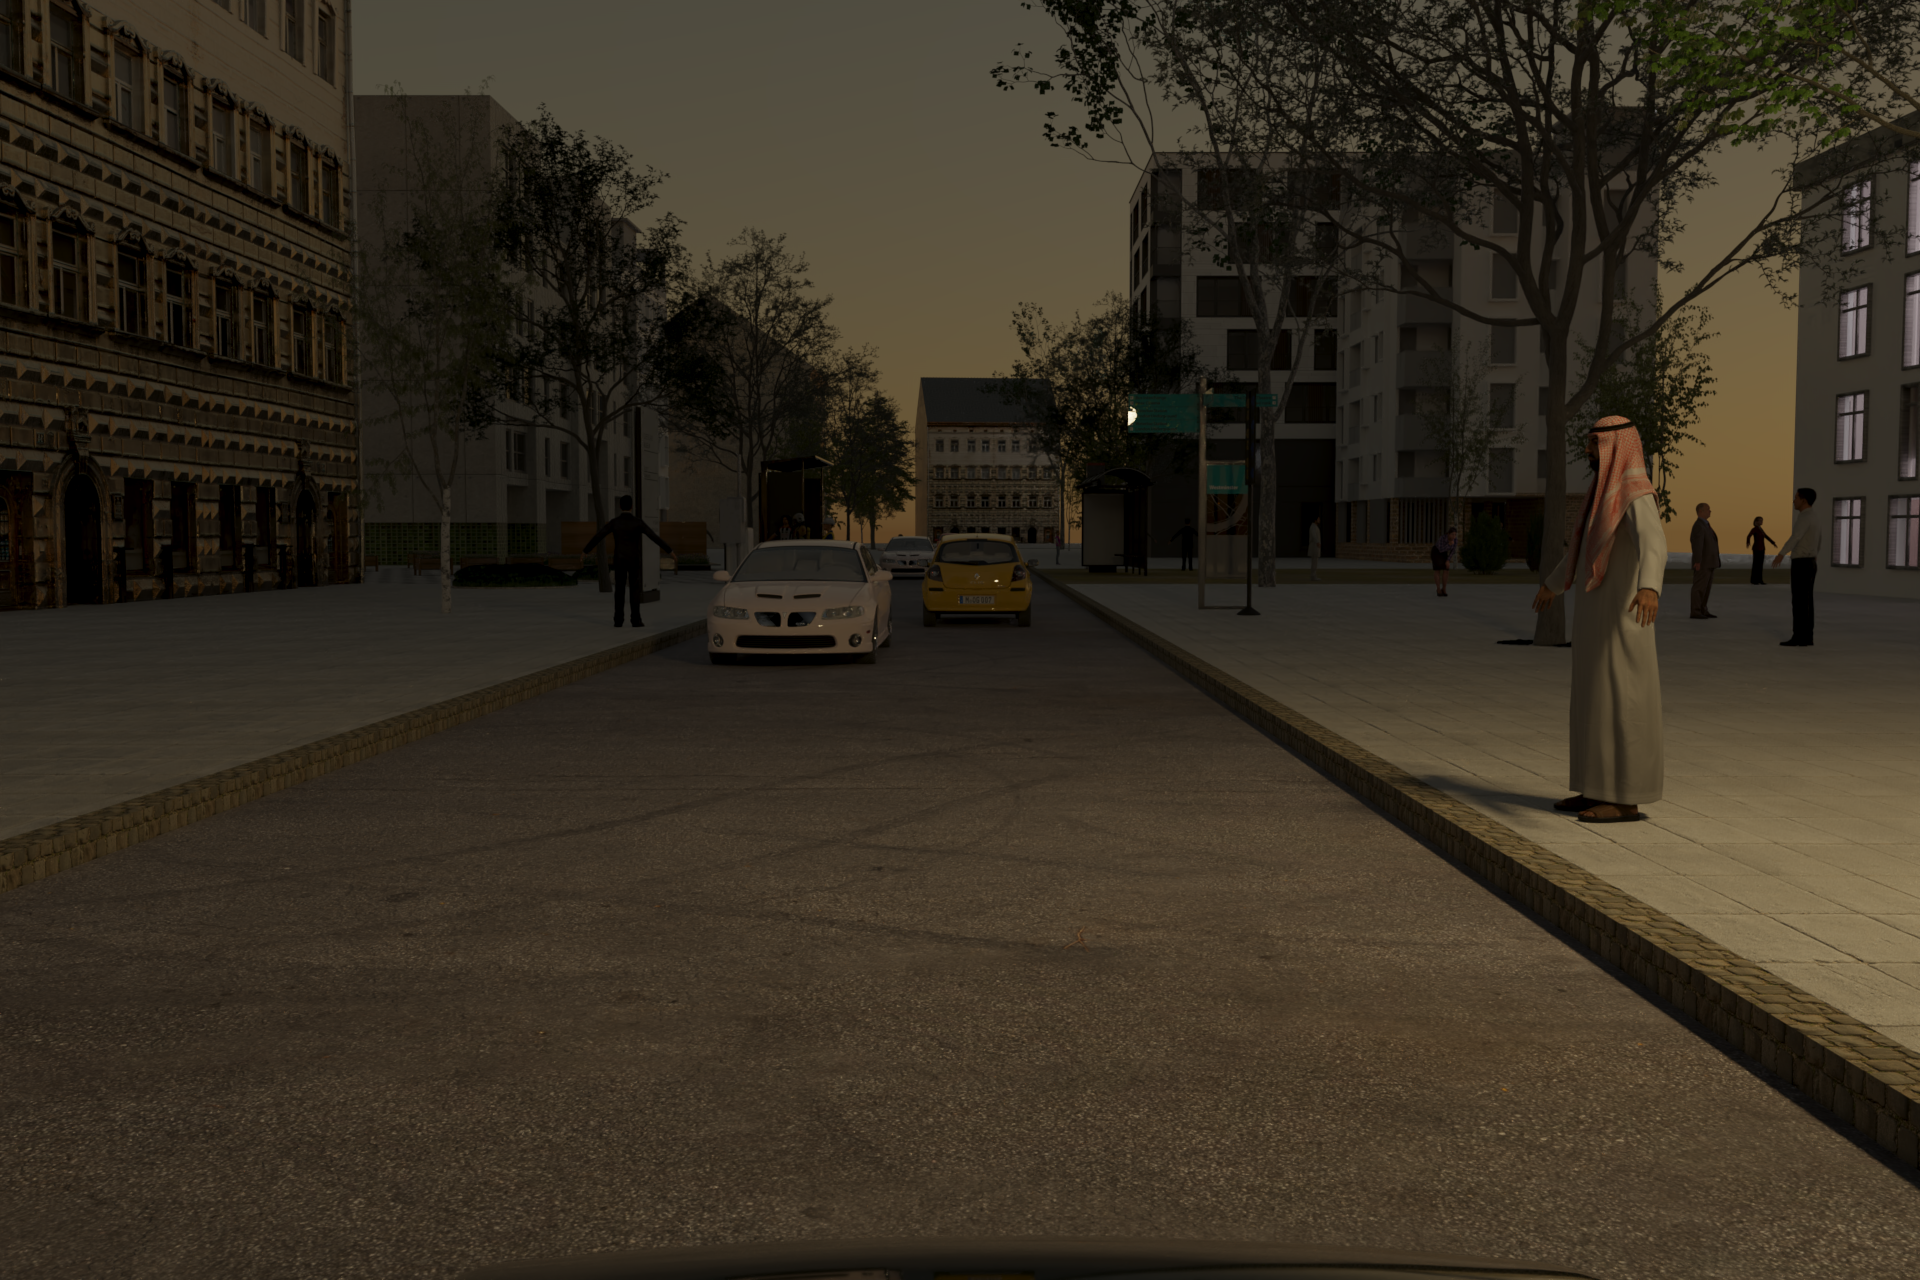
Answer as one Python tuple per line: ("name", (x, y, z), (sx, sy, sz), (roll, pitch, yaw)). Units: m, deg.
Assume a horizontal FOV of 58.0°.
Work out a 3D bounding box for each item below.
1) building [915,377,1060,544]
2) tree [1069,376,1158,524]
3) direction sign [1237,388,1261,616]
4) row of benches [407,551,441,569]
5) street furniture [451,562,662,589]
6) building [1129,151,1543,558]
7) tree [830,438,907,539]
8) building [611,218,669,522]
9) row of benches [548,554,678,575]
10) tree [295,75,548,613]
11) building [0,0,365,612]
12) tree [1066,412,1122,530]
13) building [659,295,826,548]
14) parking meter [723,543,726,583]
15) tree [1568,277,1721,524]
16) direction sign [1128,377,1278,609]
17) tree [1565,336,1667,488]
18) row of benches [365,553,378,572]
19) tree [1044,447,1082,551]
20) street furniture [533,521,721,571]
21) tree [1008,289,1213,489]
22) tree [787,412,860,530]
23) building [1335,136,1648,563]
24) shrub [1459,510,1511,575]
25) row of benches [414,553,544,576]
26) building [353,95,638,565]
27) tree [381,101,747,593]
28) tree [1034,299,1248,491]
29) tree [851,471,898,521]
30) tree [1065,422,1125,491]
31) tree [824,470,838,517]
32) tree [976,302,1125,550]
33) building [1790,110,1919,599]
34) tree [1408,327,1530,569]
("building", (3.517, -24.982, 241.847), (18.063, 23.208, 19.493), (0, 4, -6))
("tree", (7.022, -7.790, 77.723), (4.737, 8.622, 4.395), (0, 3, 0))
("direction sign", (4.577, -2.162, 27.344), (0.379, 3.537, 0.876), (0, 4, 1))
("row of benches", (-19.565, -2.947, 63.651), (1.422, 0.672, 4.104), (-2, 4, -29))
("street furniture", (-10.649, -1.825, 45.466), (5.734, 0.657, 10.072), (-1, 4, -12))
("building", (24.360, -16.218, 109.147), (27.936, 21.610, 32.646), (0, 4, 0))
("tree", (-7.987, -13.263, 151.255), (7.601, 10.594, 8.767), (0, 4, 8))
("building", (-24.852, -15.203, 104.988), (16.016, 20.090, 11.380), (0, 3, 0))
("row of benches", (-10.884, -2.352, 53.916), (4.104, 0.672, 1.422), (-1, 4, -12))
("tree", (-8.223, -4.727, 27.648), (4.360, 8.622, 3.978), (0, 3, 0))
("building", (-24.756, -12.501, 35.319), (19.493, 23.208, 18.063), (0, 3, 0))
("tree", (7.501, -8.800, 94.244), (4.737, 8.622, 4.395), (0, 3, 0))
("building", (-22.928, -20.535, 166.668), (19.493, 23.208, 18.063), (0, 3, 0))
("parking meter", (-6.029, -2.437, 45.554), (0.399, 1.863, 0.255), (0, 4, 2))
("tree", (19.478, -6.030, 48.960), (4.737, 8.622, 4.395), (0, 3, 0))
("direction sign", (4.113, -2.456, 28.918), (2.525, 3.948, 1.411), (0, 4, 1))
("tree", (23.975, -6.917, 63.453), (4.737, 8.622, 4.395), (0, 3, 0))
("row of benches", (-21.906, -2.728, 60.065), (4.104, 0.672, 1.422), (2, 4, 28))
("tree", (8.100, -11.114, 132.069), (4.360, 8.622, 3.978), (0, 3, 0))
("street furniture", (-13.254, -3.389, 62.267), (9.812, 1.723, 11.010), (-1, 4, -13))
("tree", (7.483, -10.748, 86.107), (12.009, 13.543, 11.850), (0, 3, 0))
("tree", (-7.867, -8.911, 96.062), (4.737, 8.622, 4.395), (0, 3, 0))
("building", (24.727, -14.222, 88.950), (16.016, 20.090, 11.380), (0, 4, 1))
("shrub", (16.626, -3.109, 54.876), (1.661, 2.075, 1.752), (0, 3, 0))
("row of benches", (-15.042, -2.390, 54.542), (4.104, 0.672, 1.422), (-2, 4, -31))
("building", (-27.259, -13.420, 85.869), (16.747, 18.905, 31.486), (0, 3, 0))
("tree", (-8.122, -6.329, 37.897), (7.601, 10.594, 8.767), (1, 4, 14))
("tree", (7.161, -8.262, 69.504), (8.767, 10.594, 7.601), (-1, 4, -14))
("tree", (-11.683, -18.723, 240.528), (7.601, 10.594, 8.767), (0, 4, -1))
("tree", (8.103, -9.310, 102.580), (4.737, 8.622, 4.395), (0, 3, 0))
("tree", (-21.053, -20.259, 237.896), (9.857, 13.997, 8.962), (0, 3, 0))
("tree", (7.017, -17.571, 143.173), (12.611, 20.169, 13.585), (0, 3, 0))
("building", (23.345, -5.104, 25.593), (9.099, 9.664, 28.070), (0, 4, 1))
("tree", (17.742, -6.866, 62.630), (4.360, 8.622, 3.978), (0, 3, 0))
